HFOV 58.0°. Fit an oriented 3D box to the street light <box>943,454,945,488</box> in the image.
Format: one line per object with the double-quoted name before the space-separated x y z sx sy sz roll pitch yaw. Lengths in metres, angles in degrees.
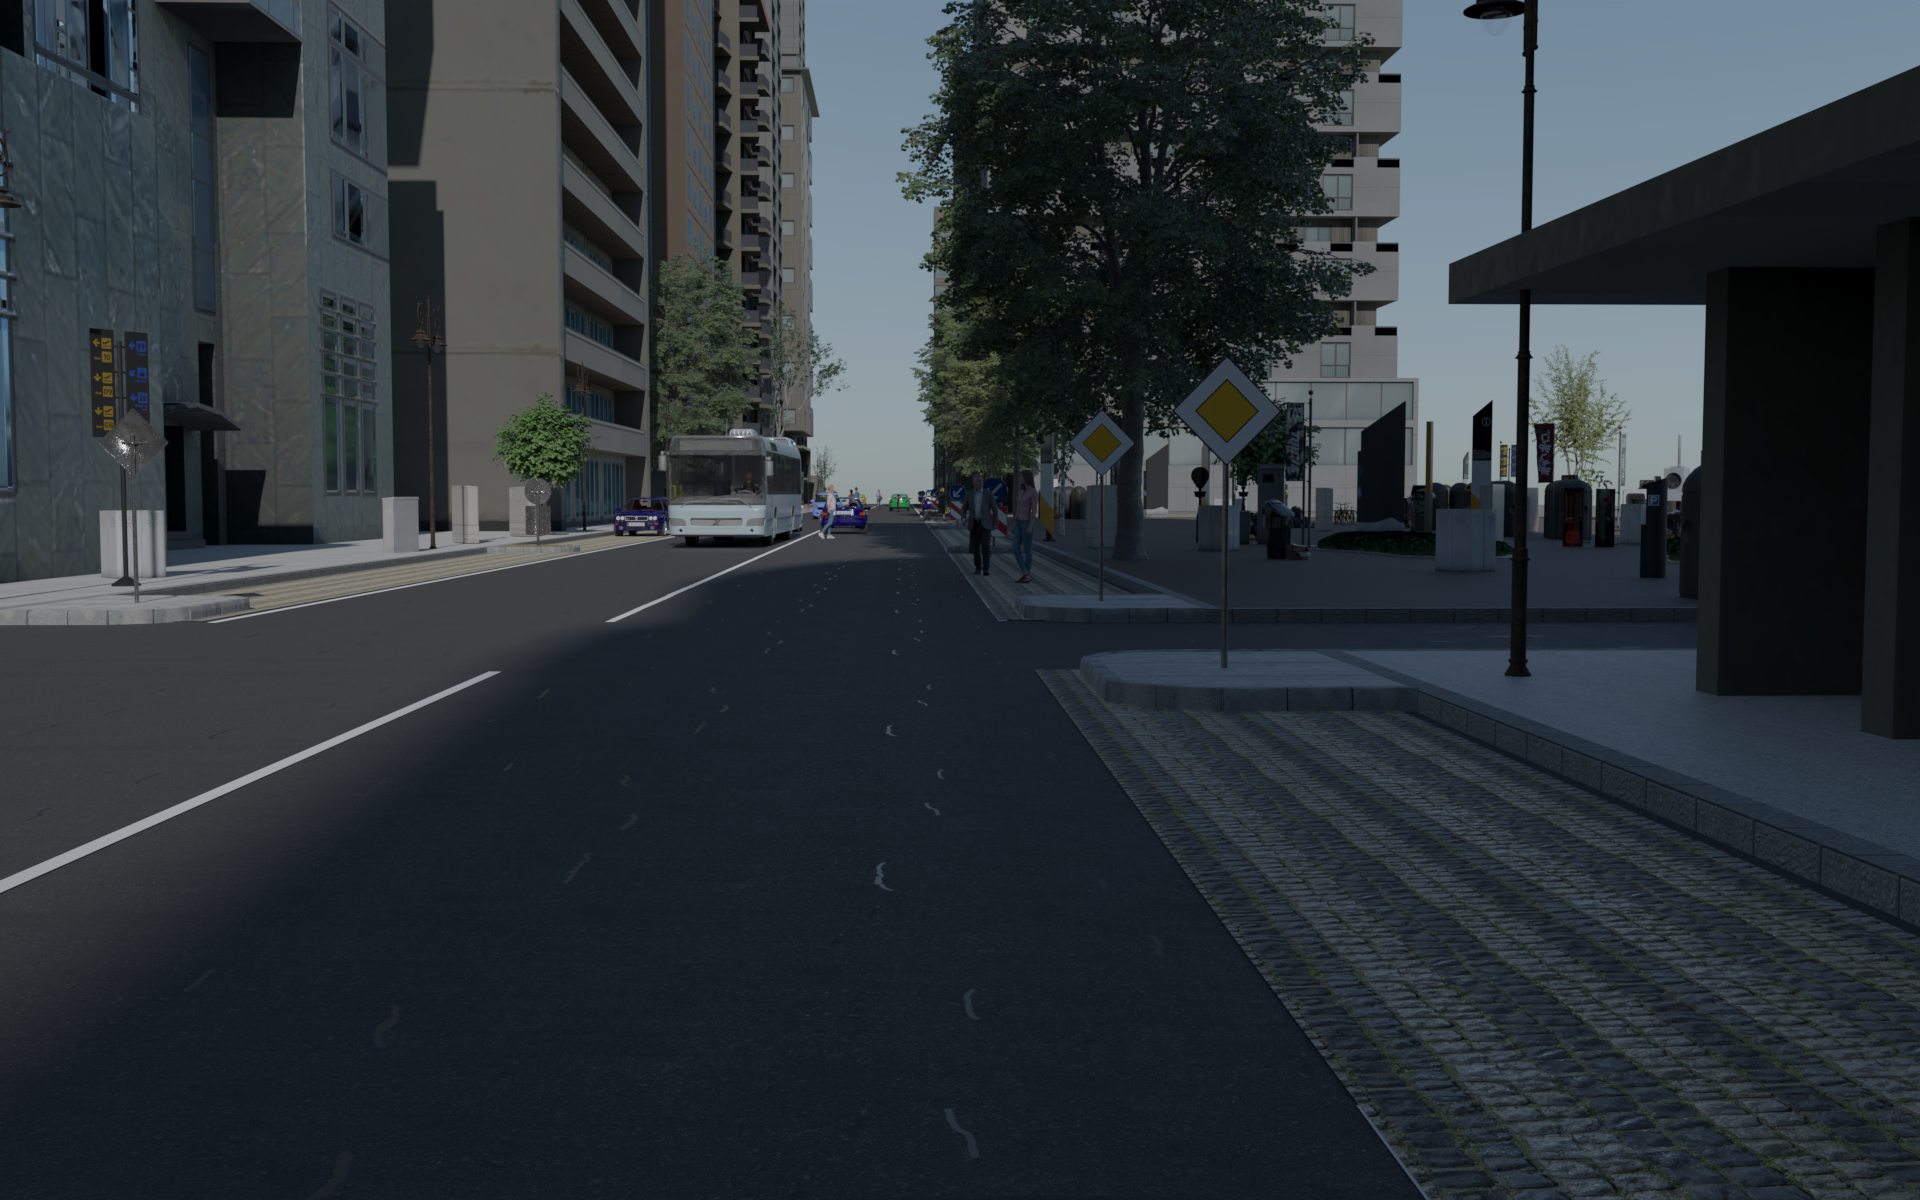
"street light" -1.157 -12.184 172.002 0.468 5.910 1.993 0 4 -2

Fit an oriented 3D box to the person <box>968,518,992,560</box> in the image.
"person" 0.417 -1.754 37.595 0.576 1.772 0.534 1 4 19

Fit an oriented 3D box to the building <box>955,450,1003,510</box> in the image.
"building" 10.120 -43.283 145.922 20.563 71.187 20.611 0 4 -2

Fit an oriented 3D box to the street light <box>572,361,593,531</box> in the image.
"street light" -13.154 -5.365 60.508 0.468 5.910 1.993 0 4 -2

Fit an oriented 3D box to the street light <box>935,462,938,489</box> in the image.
"street light" -2.585 -14.773 214.332 0.468 5.910 1.993 0 4 -2

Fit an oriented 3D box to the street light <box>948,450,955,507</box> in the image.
"street light" -0.568 -10.962 152.021 0.468 5.910 1.993 0 4 -2

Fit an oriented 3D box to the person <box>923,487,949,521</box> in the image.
"person" -1.220 -5.097 92.046 0.699 1.804 1.509 -3 5 -42

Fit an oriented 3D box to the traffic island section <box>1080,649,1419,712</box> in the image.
"traffic island section" 1.970 0.580 12.796 2.009 0.180 2.903 0 4 -2

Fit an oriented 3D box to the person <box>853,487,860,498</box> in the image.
"person" -5.675 -5.325 95.580 0.581 1.822 0.654 -3 5 -44

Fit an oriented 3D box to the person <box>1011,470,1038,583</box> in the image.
"person" 1.018 -1.177 27.753 0.388 1.821 0.555 -3 5 -42

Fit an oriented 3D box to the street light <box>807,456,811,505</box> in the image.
"street light" -17.520 -13.900 200.057 0.468 5.910 1.993 0 4 -2

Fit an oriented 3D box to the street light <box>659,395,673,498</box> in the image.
"street light" -13.684 -6.612 80.894 0.468 5.910 1.993 0 4 -2

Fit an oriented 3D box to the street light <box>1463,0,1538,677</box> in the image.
"street light" 3.941 -2.402 12.059 0.468 5.910 1.993 0 4 -2

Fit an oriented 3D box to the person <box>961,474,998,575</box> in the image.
"person" 0.345 -1.313 30.373 0.661 1.777 0.834 0 4 0

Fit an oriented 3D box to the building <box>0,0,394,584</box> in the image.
"building" -25.249 -44.023 32.446 22.319 86.520 31.000 0 4 -2

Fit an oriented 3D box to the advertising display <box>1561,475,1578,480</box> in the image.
"advertising display" 20.264 -3.205 57.614 0.123 1.923 0.974 0 4 -7

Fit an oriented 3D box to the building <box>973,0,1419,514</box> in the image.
"building" 14.813 -32.596 122.184 28.713 52.752 27.495 0 4 -2

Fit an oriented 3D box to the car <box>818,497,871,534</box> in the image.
"car" -4.237 -3.101 63.286 1.945 1.354 3.894 0 4 -3

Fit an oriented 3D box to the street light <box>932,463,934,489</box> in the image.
"street light" -3.206 -16.010 234.549 0.468 5.910 1.993 0 4 -2

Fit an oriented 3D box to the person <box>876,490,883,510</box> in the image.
"person" -7.291 -9.101 157.169 0.599 1.838 0.709 3 5 43

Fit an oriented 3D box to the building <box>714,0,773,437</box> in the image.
"building" -27.221 -29.910 143.655 22.147 44.769 28.867 0 4 -2

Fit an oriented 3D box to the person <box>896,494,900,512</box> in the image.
"person" -4.901 -7.640 136.674 0.557 1.426 1.065 0 4 -7

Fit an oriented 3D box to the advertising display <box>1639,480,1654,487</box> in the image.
"advertising display" 31.075 -4.461 78.148 0.123 1.923 0.974 -2 4 -29

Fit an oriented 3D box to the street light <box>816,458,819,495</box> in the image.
"street light" -18.110 -15.147 220.442 0.468 5.910 1.993 0 4 -2

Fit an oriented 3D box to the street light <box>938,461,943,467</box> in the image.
"street light" -1.871 -13.515 193.755 0.468 5.910 1.993 0 4 -2

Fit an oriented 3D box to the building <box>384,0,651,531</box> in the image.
"building" -24.685 -27.189 68.237 21.300 48.544 21.600 0 4 -2

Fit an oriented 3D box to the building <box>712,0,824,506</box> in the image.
"building" -29.227 -48.799 236.121 20.563 71.187 20.611 0 4 -2

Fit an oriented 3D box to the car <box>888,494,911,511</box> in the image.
"car" -5.088 -8.409 146.284 1.959 1.807 4.718 0 4 -1

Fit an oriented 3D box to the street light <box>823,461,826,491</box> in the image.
"street light" -18.875 -16.422 241.288 0.468 5.910 1.993 0 4 -2

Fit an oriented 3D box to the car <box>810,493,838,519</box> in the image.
"car" -7.583 -5.481 99.205 1.945 1.707 3.694 0 4 -3

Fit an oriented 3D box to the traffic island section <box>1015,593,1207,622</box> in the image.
"traffic island section" 1.712 0.092 20.777 2.009 0.180 2.903 0 4 -2

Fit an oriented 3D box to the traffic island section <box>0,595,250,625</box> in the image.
"traffic island section" -9.723 0.114 20.414 2.009 0.180 2.903 0 4 -2

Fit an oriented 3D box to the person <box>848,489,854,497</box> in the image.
"person" -7.089 -6.281 111.877 0.721 1.739 1.217 3 5 40

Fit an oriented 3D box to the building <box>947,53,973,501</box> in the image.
"building" 6.276 -29.421 164.635 14.154 41.232 14.086 0 4 -2

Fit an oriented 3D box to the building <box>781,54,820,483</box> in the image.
"building" -32.018 -38.104 212.237 28.713 52.752 27.495 0 4 -2

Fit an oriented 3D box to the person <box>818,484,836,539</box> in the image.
"person" -4.265 -2.844 55.679 0.598 1.740 0.731 -1 4 -18

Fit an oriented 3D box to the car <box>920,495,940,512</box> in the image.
"car" -2.152 -7.501 135.229 1.945 1.354 3.894 0 4 -1

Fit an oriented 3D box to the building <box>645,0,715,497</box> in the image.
"building" -22.188 -27.615 101.611 14.600 45.320 14.200 0 4 -2

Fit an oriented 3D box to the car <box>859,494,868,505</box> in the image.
"car" -13.376 -13.568 232.064 2.015 1.641 3.980 0 4 -3

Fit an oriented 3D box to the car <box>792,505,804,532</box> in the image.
"car" -7.022 -3.308 66.446 2.083 1.381 4.827 0 4 -3

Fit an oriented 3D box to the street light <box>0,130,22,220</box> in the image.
"street light" -11.701 -2.922 20.555 0.468 5.910 1.993 0 4 -2

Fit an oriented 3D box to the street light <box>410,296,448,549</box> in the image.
"street light" -12.386 -4.143 40.533 0.468 5.910 1.993 0 4 -2

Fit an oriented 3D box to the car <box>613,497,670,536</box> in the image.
"car" -10.747 -2.862 59.382 1.945 1.354 3.894 0 3 0
